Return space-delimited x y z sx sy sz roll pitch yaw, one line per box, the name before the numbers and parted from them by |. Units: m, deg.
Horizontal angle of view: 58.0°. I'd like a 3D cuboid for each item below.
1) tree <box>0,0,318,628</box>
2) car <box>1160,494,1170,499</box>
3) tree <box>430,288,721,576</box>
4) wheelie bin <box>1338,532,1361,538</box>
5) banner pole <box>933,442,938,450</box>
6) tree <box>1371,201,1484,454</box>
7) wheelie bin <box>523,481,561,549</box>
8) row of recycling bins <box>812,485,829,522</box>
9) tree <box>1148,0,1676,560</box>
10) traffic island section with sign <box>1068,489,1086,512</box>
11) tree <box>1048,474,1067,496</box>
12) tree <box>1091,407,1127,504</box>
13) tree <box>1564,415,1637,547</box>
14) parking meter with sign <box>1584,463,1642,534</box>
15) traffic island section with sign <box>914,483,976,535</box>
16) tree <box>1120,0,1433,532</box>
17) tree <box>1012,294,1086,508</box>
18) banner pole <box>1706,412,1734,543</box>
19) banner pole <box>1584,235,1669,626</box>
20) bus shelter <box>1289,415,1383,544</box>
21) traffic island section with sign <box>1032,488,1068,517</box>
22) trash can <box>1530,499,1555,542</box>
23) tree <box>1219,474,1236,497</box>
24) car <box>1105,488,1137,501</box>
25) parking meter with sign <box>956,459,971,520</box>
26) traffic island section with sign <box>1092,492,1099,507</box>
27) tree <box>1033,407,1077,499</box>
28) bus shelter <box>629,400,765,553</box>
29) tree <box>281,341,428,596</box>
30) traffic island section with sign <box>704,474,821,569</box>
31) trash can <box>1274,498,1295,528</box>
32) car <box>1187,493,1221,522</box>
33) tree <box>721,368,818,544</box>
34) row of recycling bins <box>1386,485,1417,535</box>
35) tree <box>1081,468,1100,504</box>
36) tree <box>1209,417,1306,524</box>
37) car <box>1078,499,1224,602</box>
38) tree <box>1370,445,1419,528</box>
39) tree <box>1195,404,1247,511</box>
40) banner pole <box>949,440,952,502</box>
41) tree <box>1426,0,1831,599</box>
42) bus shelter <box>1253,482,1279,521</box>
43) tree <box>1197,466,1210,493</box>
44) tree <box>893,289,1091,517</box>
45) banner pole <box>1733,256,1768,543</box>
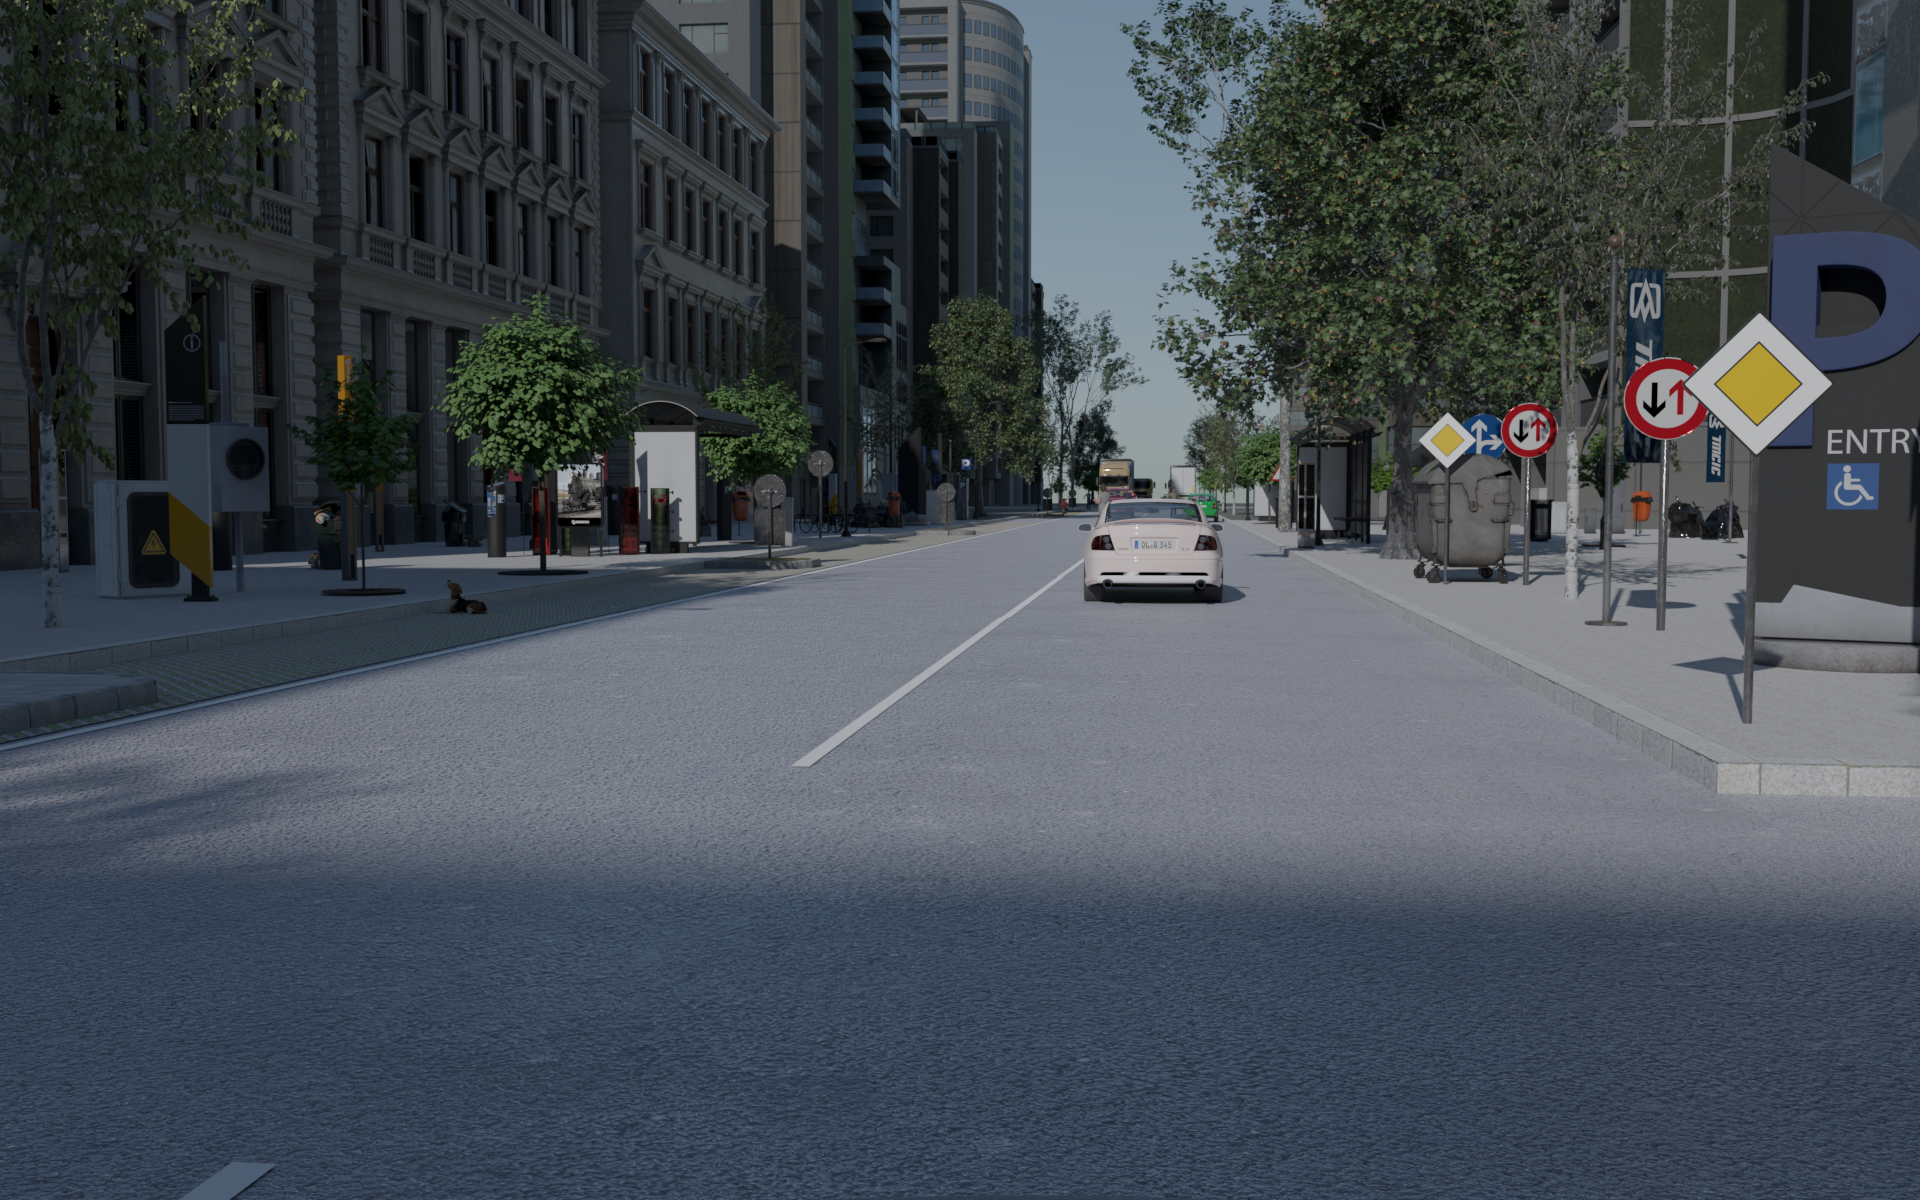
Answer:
tree | -8.521 -4.046 16.521 4.737 8.622 4.395 0 3 0
car | 25.669 -12.307 213.021 2.131 1.459 4.920 1 4 8
tree | -6.798 -2.695 27.784 4.285 4.588 4.351 0 3 0
wheelie bin | 11.442 -2.620 50.749 0.693 1.594 0.980 -2 4 -26
banner pole | -1.141 -5.710 83.382 0.401 3.779 0.863 -2 4 -26
tree | 11.800 -5.592 41.797 4.737 8.622 4.395 0 3 0
wheelie bin | -9.686 -1.986 40.383 0.980 1.594 0.693 0 4 3
row of recycling bins | -6.453 -4.525 81.104 1.069 1.692 3.534 0 4 -5
tree | 8.726 -7.145 33.830 9.611 12.733 9.660 0 3 0
traffic island section with sign | 8.967 -7.859 137.119 1.989 1.847 2.006 0 4 7
tree | 8.763 -9.766 154.281 1.663 3.219 1.824 0 3 0
tree | 17.473 -19.031 228.160 9.611 12.733 9.660 0 3 0
tree | 15.564 -2.911 42.201 1.663 3.219 1.824 0 3 0
parking meter with sign | 21.073 -3.645 55.855 1.738 3.016 0.543 1 4 15
traffic island section with sign | -0.483 -3.175 60.542 1.989 1.847 2.006 0 4 7
tree | 11.919 -12.275 56.579 12.611 20.169 13.585 0 3 0
tree | 10.327 -18.697 161.590 12.611 20.169 13.585 0 3 0
banner pole | 19.872 -3.372 45.146 0.863 3.779 0.401 1 4 11
banner pole | 6.555 -1.648 16.956 0.863 3.779 0.401 -1 4 -20
bus shelter | 10.102 -3.246 47.003 2.014 3.302 5.546 0 4 7
traffic island section with sign | 5.621 -6.200 109.999 1.989 1.847 2.006 0 4 7
trash can | 15.579 -2.134 46.544 0.748 1.137 0.748 0 3 0
tree | 22.365 -9.295 146.575 1.663 3.219 1.824 0 3 0
car | 9.590 -5.903 105.186 2.281 1.827 5.304 0 4 6
parking meter with sign | 0.155 -5.453 85.417 0.543 3.016 1.738 1 4 9
traffic island section with sign | 15.692 -11.196 191.677 1.989 1.847 2.006 0 4 7
tree | 7.573 -11.767 142.760 4.737 8.622 4.395 0 3 0
bus shelter | -6.106 -2.814 39.938 2.014 3.302 5.546 0 4 7
tree | -7.556 -1.676 22.009 1.663 3.219 1.824 0 3 0
traffic island section with sign | -3.780 -1.539 33.788 1.989 1.847 2.006 0 4 7
trash can | 11.689 -3.107 62.458 0.748 1.137 0.748 0 3 0
car | 12.450 -4.925 89.313 1.959 1.807 4.718 1 4 9
tree | -5.372 -3.771 45.371 4.285 4.588 4.351 0 3 0
row of recycling bins | 14.632 -2.824 53.288 1.069 1.692 3.534 -3 5 -40
tree | 18.932 -15.449 236.307 4.285 4.588 4.351 0 3 0
tree | 13.355 -5.530 74.128 4.285 4.588 4.351 0 3 0
car | 2.692 -0.735 24.384 2.083 1.381 4.827 0 4 5
tree | 16.595 -4.379 66.195 1.663 3.219 1.824 0 3 0
tree | 20.396 -11.168 132.964 4.737 8.622 4.395 0 3 0
banner pole | -0.452 -5.488 79.738 0.401 3.779 0.863 0 4 3
tree | 7.644 -4.308 20.794 4.360 8.622 3.978 0 3 0
bus shelter | 14.361 -5.225 79.345 2.014 3.302 5.546 0 4 7
tree | 18.415 -7.768 110.722 4.285 4.588 4.351 0 3 0
tree | 0.983 -11.009 97.007 9.611 12.733 9.660 0 3 0
banner pole | 7.697 -1.614 16.398 0.401 3.779 0.863 3 4 37
